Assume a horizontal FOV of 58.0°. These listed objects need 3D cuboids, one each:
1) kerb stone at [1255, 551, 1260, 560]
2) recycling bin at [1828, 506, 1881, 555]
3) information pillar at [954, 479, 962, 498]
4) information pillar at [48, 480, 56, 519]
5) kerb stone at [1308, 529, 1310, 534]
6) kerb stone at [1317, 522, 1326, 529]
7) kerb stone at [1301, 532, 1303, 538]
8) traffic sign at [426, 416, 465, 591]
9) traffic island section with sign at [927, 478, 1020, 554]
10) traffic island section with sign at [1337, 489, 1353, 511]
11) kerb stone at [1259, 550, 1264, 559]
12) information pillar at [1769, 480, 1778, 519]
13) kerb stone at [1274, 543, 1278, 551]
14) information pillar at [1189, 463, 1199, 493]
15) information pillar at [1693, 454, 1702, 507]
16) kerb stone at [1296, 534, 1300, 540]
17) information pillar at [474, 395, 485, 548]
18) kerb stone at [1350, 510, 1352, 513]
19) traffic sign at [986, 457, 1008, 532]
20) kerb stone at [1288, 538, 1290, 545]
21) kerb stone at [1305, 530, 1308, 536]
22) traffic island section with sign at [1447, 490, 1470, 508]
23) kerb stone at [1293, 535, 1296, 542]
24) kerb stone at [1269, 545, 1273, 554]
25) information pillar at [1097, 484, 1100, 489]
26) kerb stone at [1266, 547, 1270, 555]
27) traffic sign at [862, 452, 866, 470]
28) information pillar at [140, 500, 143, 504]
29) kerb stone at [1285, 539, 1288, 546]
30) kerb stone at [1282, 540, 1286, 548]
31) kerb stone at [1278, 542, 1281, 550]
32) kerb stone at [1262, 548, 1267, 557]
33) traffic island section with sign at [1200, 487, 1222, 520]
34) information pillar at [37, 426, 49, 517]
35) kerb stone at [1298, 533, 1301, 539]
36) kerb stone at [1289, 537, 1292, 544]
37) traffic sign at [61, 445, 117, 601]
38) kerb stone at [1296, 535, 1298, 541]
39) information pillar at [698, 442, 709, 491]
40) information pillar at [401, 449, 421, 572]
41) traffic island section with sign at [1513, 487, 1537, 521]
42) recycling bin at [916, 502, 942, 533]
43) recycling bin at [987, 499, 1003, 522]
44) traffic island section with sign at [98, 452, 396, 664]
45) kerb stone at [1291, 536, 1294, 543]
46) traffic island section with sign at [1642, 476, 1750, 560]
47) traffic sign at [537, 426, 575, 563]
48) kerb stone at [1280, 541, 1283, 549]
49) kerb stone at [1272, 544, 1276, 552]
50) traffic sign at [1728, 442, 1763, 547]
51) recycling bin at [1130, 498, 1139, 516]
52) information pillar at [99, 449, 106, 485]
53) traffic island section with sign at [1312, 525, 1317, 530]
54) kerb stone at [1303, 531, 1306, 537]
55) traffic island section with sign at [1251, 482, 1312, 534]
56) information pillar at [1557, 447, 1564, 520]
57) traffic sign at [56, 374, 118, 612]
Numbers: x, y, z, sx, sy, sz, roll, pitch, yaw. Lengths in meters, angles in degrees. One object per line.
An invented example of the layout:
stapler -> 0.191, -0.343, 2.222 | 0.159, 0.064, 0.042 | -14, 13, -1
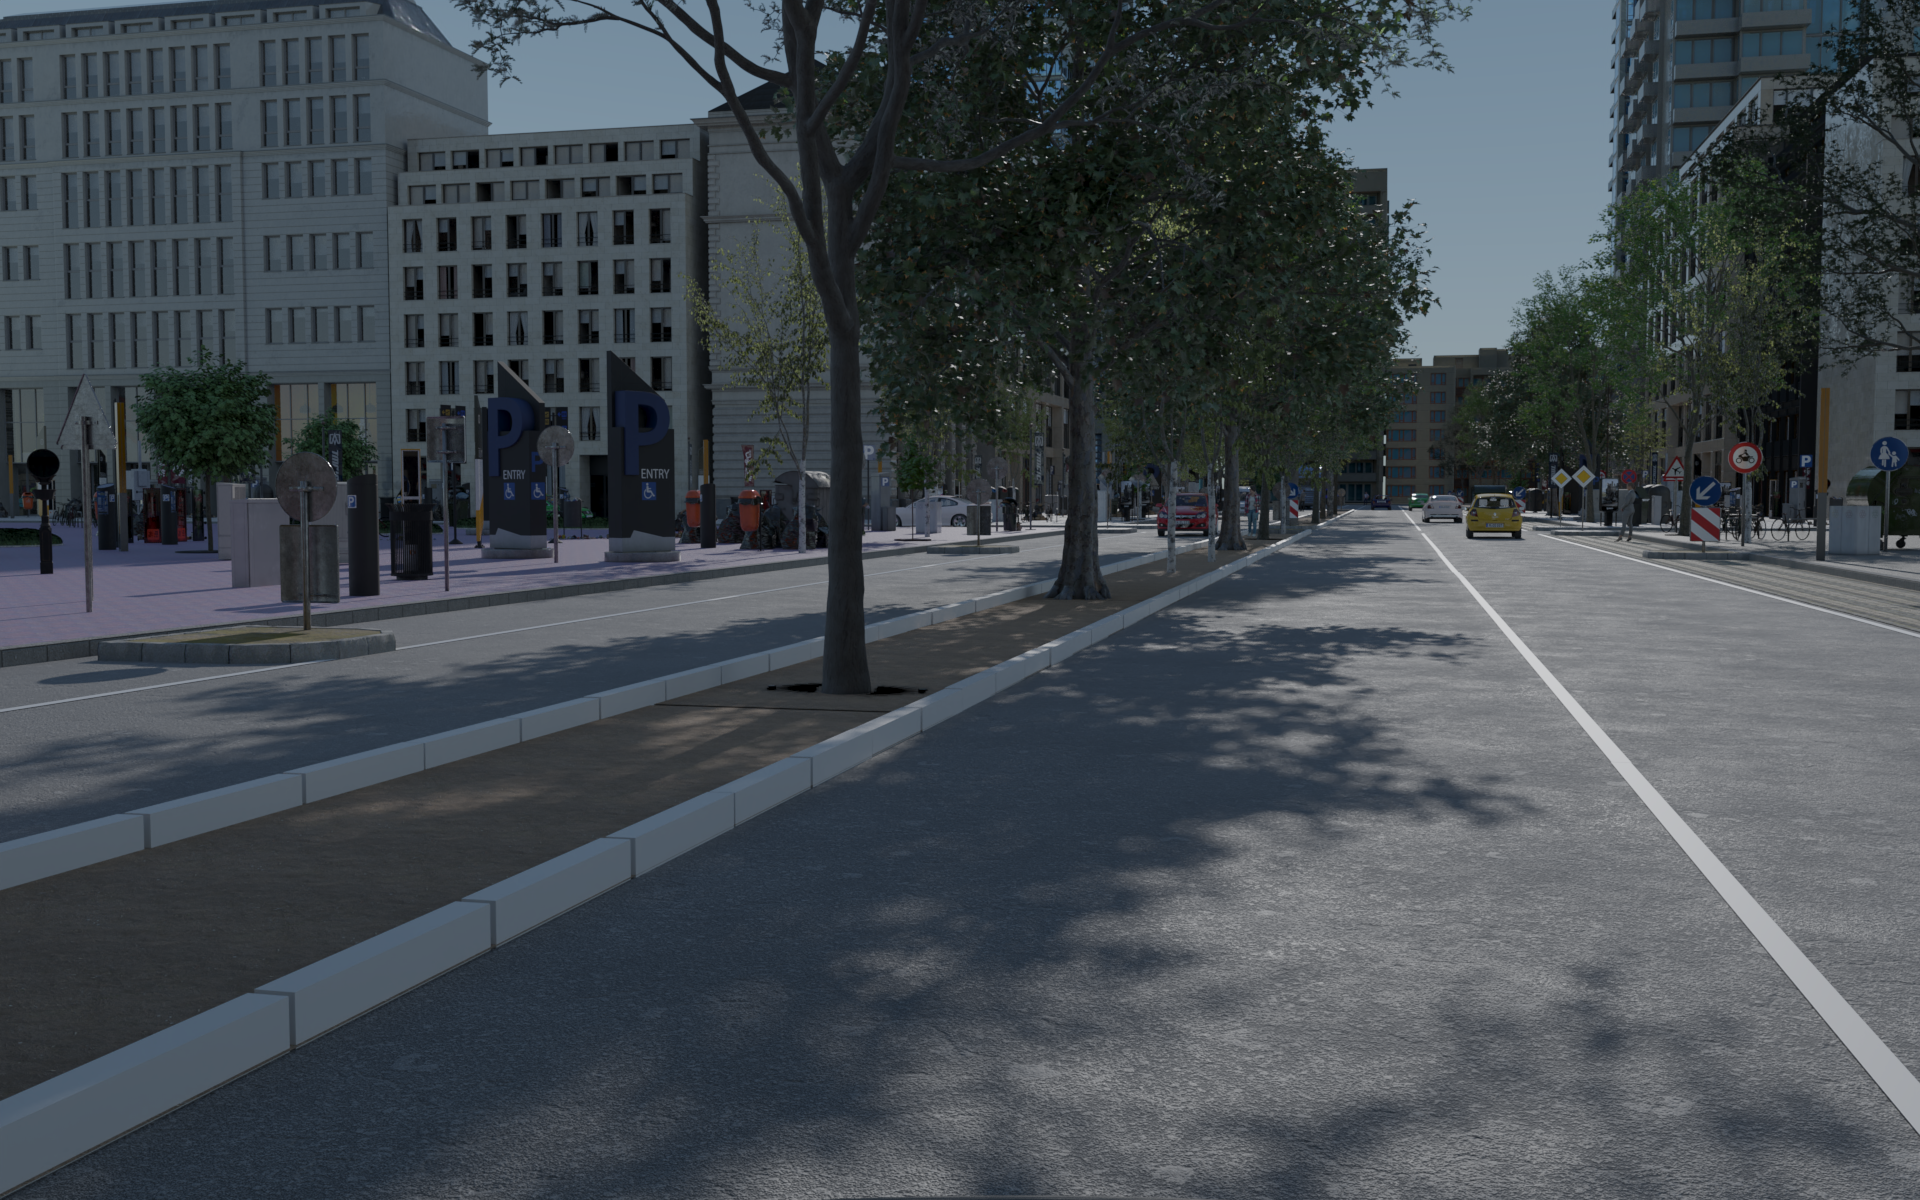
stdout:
kerb stone -> 6.232, -0.894, 36.815 | 0.120, 0.150, 1.000 | 1, 4, 14
recycling bin -> 18.941, -1.475, 36.669 | 0.722, 1.027, 0.722 | -1, 4, -20
information pillar -> -0.098, -4.903, 84.649 | 0.304, 2.012, 0.304 | 1, 4, 22
information pillar -> -46.795, -5.182, 89.221 | 0.304, 2.012, 0.304 | 0, 4, -1
kerb stone -> 11.900, -2.291, 59.713 | 0.120, 0.150, 1.000 | 1, 4, 14
kerb stone -> 15.479, -3.178, 74.154 | 0.120, 0.150, 1.000 | 1, 4, 14
kerb stone -> 10.672, -1.991, 54.747 | 0.120, 0.150, 1.000 | 1, 4, 14
traffic sign -> -6.772, -1.265, 22.809 | 0.606, 2.300, 0.079 | 1, 4, 21
traffic island section with sign -> 0.391, -2.061, 42.320 | 1.989, 1.847, 2.006 | 1, 4, 14
traffic island section with sign -> 31.464, -8.250, 143.025 | 2.006, 1.907, 1.989 | 1, 4, 14
kerb stone -> 6.483, -0.950, 37.807 | 0.120, 0.150, 1.000 | 1, 4, 14
information pillar -> 41.784, -5.167, 88.971 | 0.304, 2.012, 0.304 | 3, 5, 41
kerb stone -> 7.712, -1.258, 42.795 | 0.120, 0.150, 1.000 | 1, 4, 14
information pillar -> 17.688, -8.481, 130.020 | 0.504, 3.616, 0.183 | 0, 4, 1
information pillar -> 42.725, -6.670, 100.406 | 0.504, 3.616, 0.183 | -1, 4, -14
kerb stone -> 10.177, -1.868, 52.750 | 0.120, 0.150, 1.000 | 1, 4, 14
information pillar -> -11.457, -3.051, 41.243 | 0.183, 3.616, 0.504 | 0, 4, -5
kerb stone -> 27.312, -6.100, 121.924 | 0.120, 0.150, 1.000 | 1, 4, 14
traffic sign -> 1.266, -3.620, 59.298 | 0.768, 2.556, 0.104 | 1, 4, 15
kerb stone -> 8.951, -1.564, 47.768 | 0.120, 0.150, 1.000 | 1, 4, 14
kerb stone -> 11.414, -2.173, 57.727 | 0.120, 0.150, 1.000 | 1, 4, 14
traffic island section with sign -> 48.193, -9.709, 167.364 | 1.989, 1.847, 2.006 | 1, 4, 14
kerb stone -> 9.687, -1.747, 50.754 | 0.120, 0.150, 1.000 | 1, 4, 14
kerb stone -> 7.227, -1.138, 40.800 | 0.120, 0.150, 1.000 | 1, 4, 14
information pillar -> 10.123, -7.567, 128.215 | 0.304, 2.012, 0.304 | -1, 4, -14
kerb stone -> 6.980, -1.077, 39.809 | 0.120, 0.150, 1.000 | 1, 4, 14
traffic sign -> -2.856, -2.793, 45.773 | 0.768, 2.556, 0.104 | 1, 4, 21
information pillar -> -34.041, -4.150, 72.343 | 0.304, 2.012, 0.304 | -3, 4, -37
kerb stone -> 8.703, -1.503, 46.771 | 0.120, 0.150, 1.000 | 1, 4, 14
kerb stone -> 8.453, -1.442, 45.778 | 0.120, 0.150, 1.000 | 1, 4, 14
kerb stone -> 7.952, -1.321, 43.788 | 0.120, 0.150, 1.000 | 1, 4, 14
kerb stone -> 6.728, -1.016, 38.815 | 0.120, 0.150, 1.000 | 1, 4, 14
traffic island section with sign -> 13.602, -5.327, 95.730 | 1.989, 1.847, 2.006 | 1, 4, 14
information pillar -> -31.458, -4.163, 59.418 | 0.504, 3.616, 0.183 | 2, 4, 32
kerb stone -> 10.427, -1.928, 53.744 | 0.120, 0.150, 1.000 | 1, 4, 14
kerb stone -> 9.197, -1.621, 48.760 | 0.120, 0.150, 1.000 | 1, 4, 14
traffic sign -> -10.431, -1.267, 20.711 | 0.884, 2.594, 0.081 | 1, 4, 22
kerb stone -> 9.931, -1.807, 51.758 | 0.120, 0.150, 1.000 | 1, 4, 14
information pillar -> -11.398, -5.249, 77.168 | 0.504, 3.616, 0.183 | -1, 4, -21
information pillar -> -8.941, -1.453, 28.249 | 0.304, 2.012, 0.304 | -1, 4, -16
traffic island section with sign -> 29.499, -5.090, 91.854 | 1.989, 1.847, 2.006 | 1, 4, 14
recycling bin -> -1.026, -2.705, 56.773 | 0.722, 1.027, 0.722 | 1, 4, 13
recycling bin -> 1.658, -4.192, 81.099 | 0.722, 1.027, 0.722 | 2, 4, 29
traffic island section with sign -> -6.237, -0.426, 15.594 | 1.989, 1.847, 2.006 | 1, 4, 14
kerb stone -> 9.444, -1.678, 49.752 | 0.120, 0.150, 1.000 | 1, 4, 14
traffic island section with sign -> 16.284, -1.823, 38.439 | 1.989, 1.847, 2.006 | 1, 4, 14
traffic sign -> -7.534, -1.965, 32.240 | 0.768, 2.556, 0.104 | 1, 4, 15
kerb stone -> 8.208, -1.376, 44.786 | 0.120, 0.150, 1.000 | 1, 4, 14
kerb stone -> 7.461, -1.198, 41.795 | 0.120, 0.150, 1.000 | 1, 4, 14
traffic sign -> 19.145, -2.580, 42.287 | 0.768, 2.556, 0.104 | 1, 4, 20
recycling bin -> 10.430, -5.444, 101.558 | 0.722, 1.027, 0.722 | -2, 4, -26
information pillar -> -43.492, -5.901, 87.841 | 0.183, 3.616, 0.504 | 1, 4, 10
traffic island section with sign -> 13.416, -3.788, 70.078 | 2.006, 1.907, 1.989 | 1, 4, 14
kerb stone -> 11.159, -2.110, 56.738 | 0.120, 0.150, 1.000 | 1, 4, 14
traffic island section with sign -> 11.626, -3.349, 62.889 | 2.006, 1.907, 1.989 | 1, 4, 14
information pillar -> 30.130, -5.837, 86.785 | 0.183, 3.616, 0.504 | 2, 4, 32
traffic sign -> -9.452, -1.145, 18.727 | 0.884, 2.594, 0.081 | 1, 4, 22
